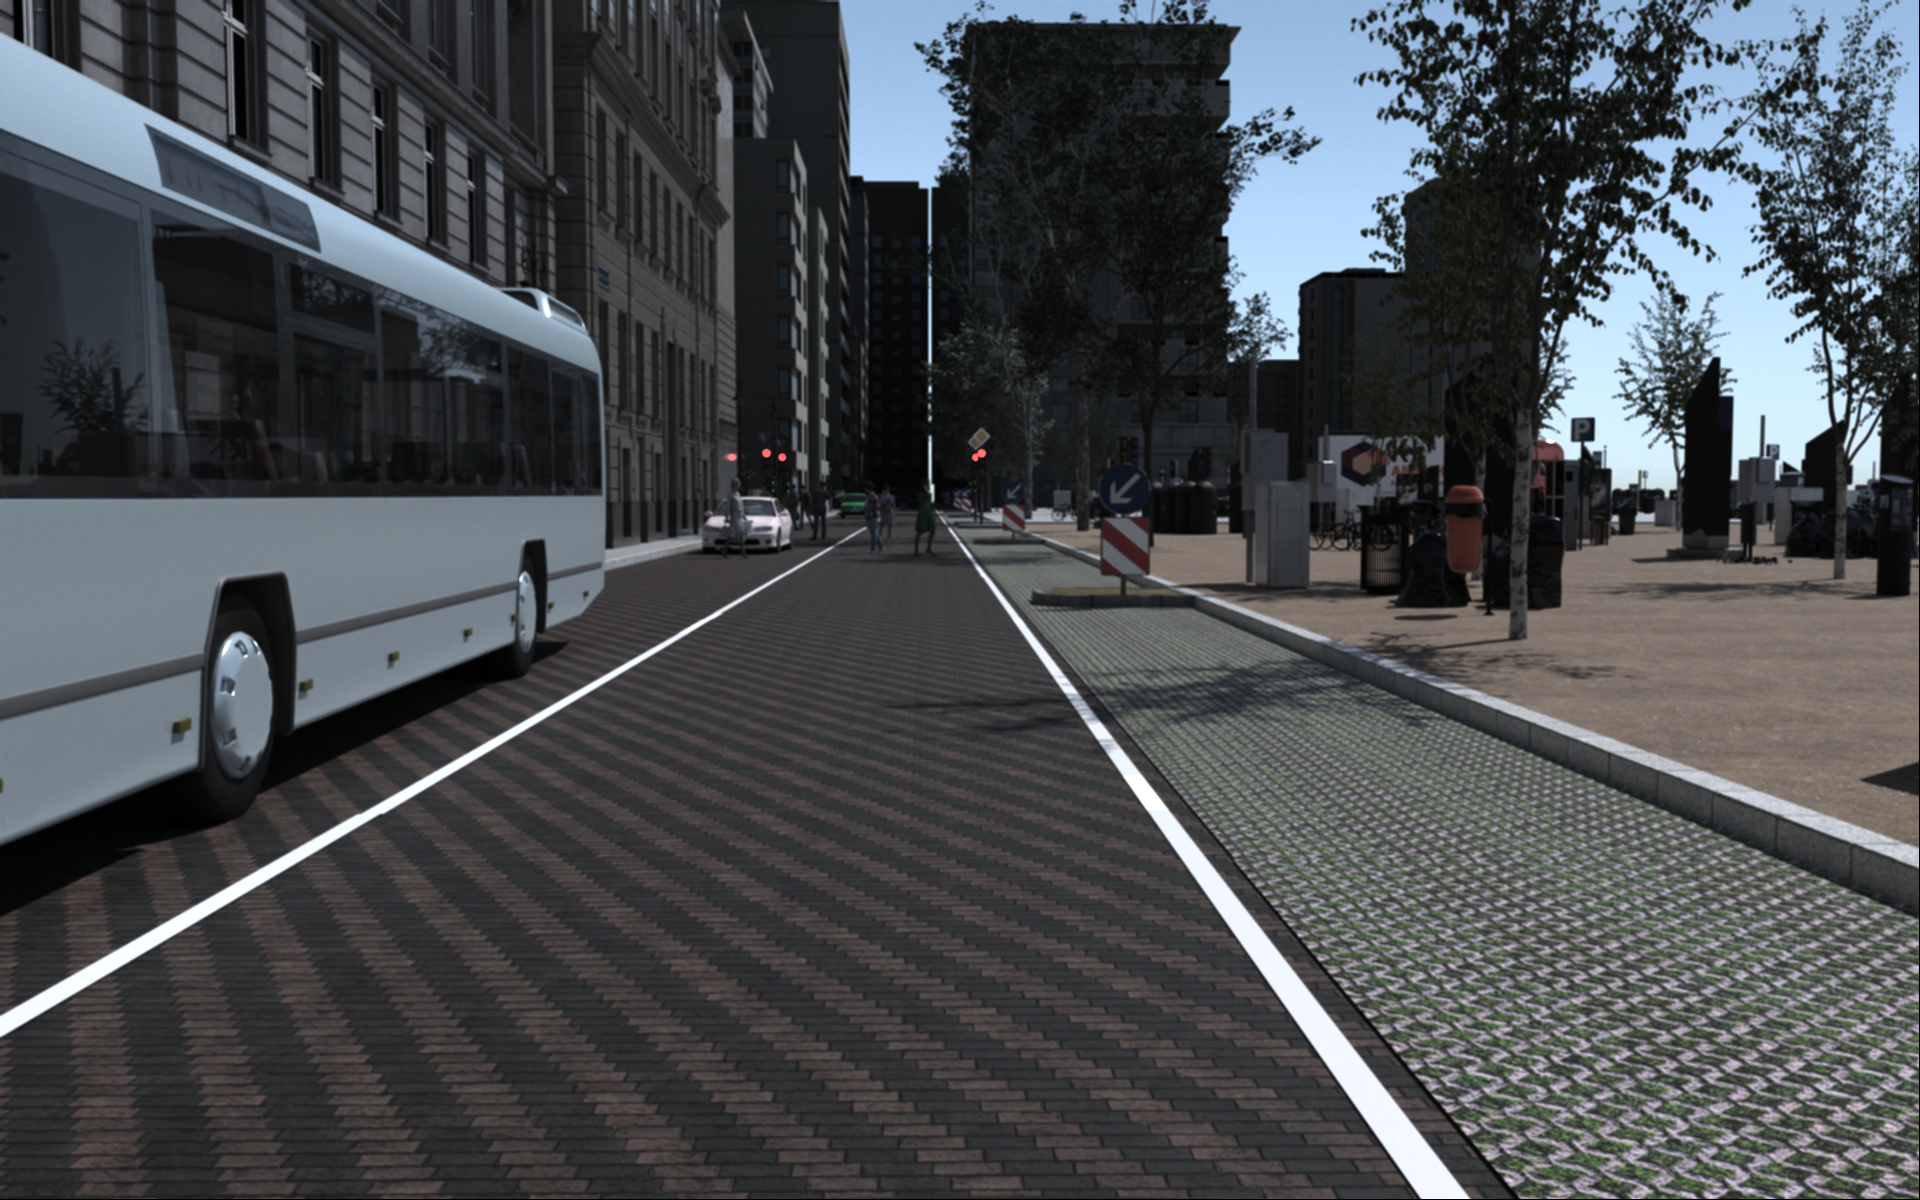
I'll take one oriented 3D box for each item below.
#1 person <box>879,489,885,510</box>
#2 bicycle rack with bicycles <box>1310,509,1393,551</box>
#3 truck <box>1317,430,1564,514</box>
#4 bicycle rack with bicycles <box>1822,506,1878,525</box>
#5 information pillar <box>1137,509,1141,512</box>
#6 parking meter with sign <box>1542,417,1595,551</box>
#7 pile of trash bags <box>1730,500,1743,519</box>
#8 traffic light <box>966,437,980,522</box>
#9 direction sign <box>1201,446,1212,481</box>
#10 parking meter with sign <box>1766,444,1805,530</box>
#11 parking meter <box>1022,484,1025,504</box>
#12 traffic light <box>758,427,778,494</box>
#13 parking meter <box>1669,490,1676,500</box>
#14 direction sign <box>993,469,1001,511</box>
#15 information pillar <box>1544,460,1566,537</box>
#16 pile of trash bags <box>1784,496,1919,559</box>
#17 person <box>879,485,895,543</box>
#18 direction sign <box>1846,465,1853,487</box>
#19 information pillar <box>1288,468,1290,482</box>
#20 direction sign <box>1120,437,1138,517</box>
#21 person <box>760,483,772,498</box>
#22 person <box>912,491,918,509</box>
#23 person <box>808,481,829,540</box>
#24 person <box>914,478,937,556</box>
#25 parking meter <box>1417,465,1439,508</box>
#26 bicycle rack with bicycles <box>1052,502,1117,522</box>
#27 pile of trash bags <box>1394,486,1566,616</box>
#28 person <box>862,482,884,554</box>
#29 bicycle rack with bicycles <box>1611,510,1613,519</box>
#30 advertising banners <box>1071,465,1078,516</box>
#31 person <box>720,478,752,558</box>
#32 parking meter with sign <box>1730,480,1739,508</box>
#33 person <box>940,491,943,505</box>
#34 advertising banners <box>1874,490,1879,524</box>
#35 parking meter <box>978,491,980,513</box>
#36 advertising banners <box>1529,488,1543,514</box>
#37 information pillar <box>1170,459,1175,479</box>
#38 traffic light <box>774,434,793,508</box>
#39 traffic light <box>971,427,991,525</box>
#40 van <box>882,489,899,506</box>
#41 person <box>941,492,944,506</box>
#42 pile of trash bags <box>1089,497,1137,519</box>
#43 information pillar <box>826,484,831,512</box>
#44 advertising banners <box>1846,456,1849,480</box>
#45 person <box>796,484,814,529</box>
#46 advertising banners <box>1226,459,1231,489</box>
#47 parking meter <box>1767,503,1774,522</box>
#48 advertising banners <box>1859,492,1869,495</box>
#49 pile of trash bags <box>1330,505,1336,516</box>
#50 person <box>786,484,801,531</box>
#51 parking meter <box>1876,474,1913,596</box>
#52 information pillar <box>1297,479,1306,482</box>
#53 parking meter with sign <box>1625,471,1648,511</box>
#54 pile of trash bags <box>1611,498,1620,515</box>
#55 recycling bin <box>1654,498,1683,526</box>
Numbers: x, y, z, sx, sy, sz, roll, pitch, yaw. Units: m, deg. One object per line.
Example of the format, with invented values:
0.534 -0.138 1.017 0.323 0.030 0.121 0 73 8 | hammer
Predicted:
-5.202 -6.685 118.292 0.782 1.767 0.515 2 4 28 | person
9.018 -1.618 39.841 2.852 0.926 2.925 -2 4 -28 | bicycle rack with bicycles
21.830 -5.415 77.453 11.283 4.237 2.839 0 4 1 | truck
26.953 -2.386 52.392 2.925 0.926 2.852 -1 4 -13 | bicycle rack with bicycles
12.763 -7.288 123.658 0.304 2.012 0.304 1 4 17 | information pillar
13.569 -2.619 39.082 1.738 3.016 0.543 -3 4 -39 | parking meter with sign
40.475 -4.831 88.734 1.912 1.369 3.447 -2 4 -33 | pile of trash bags
0.713 -5.602 80.506 0.839 4.253 0.868 0 4 -1 | traffic light
11.725 -5.531 82.432 0.379 3.537 0.876 -1 4 -22 | direction sign
28.925 -3.911 60.208 0.543 3.016 1.738 -2 4 -25 | parking meter with sign
3.891 -5.926 102.609 0.399 1.863 0.255 -1 4 -15 | parking meter
-8.030 -5.101 72.322 0.839 4.253 0.868 0 4 -1 | traffic light
44.113 -6.043 107.222 0.372 1.533 0.369 0 3 0 | parking meter
2.810 -8.545 131.711 0.876 3.537 0.379 -3 5 -42 | direction sign
12.722 -1.991 37.047 0.304 2.012 0.304 -1 4 -19 | information pillar
18.702 -1.546 35.032 3.447 1.369 1.912 0 4 1 | pile of trash bags
-2.140 -2.518 50.680 0.512 1.701 0.522 -1 4 -14 | person
74.601 -9.399 145.670 0.876 3.537 0.379 -1 4 -23 | direction sign
26.994 -9.244 142.501 0.183 3.616 0.504 -1 4 -22 | information pillar
6.706 -4.703 68.894 0.876 3.537 0.379 -2 4 -31 | direction sign
-6.512 -2.956 57.169 0.599 1.781 0.374 1 4 22 | person
-4.206 -9.446 163.765 0.721 1.723 1.217 2 4 33 | person
-4.431 -2.808 54.222 0.655 1.846 0.447 -2 4 -32 | person
-0.819 -1.929 40.290 0.529 1.795 0.600 1 4 15 | person
9.413 -1.782 34.845 0.399 1.863 0.255 1 4 22 | parking meter
6.140 -4.182 81.761 2.925 0.926 2.852 2 4 33 | bicycle rack with bicycles
5.889 -0.611 19.742 1.912 1.369 3.447 1 4 21 | pile of trash bags
-2.083 -1.977 41.655 0.643 1.720 0.563 -1 4 -18 | person
30.111 -4.280 83.364 2.852 0.926 2.925 -3 5 -40 | bicycle rack with bicycles
6.762 -6.408 100.966 0.090 3.025 2.074 1 4 12 | advertising banners
-5.054 -1.839 38.915 0.624 1.780 0.694 3 4 38 | person
42.200 -6.021 94.704 1.738 3.016 0.543 2 4 33 | parking meter with sign
-2.154 -12.906 219.647 1.348 1.807 0.705 -3 5 -44 | person
32.538 -3.964 61.003 0.090 3.025 2.074 1 4 13 | advertising banners
1.410 -6.831 120.095 0.372 1.533 0.369 0 3 0 | parking meter
36.909 -7.142 112.962 2.074 3.025 0.090 0 4 -7 | advertising banners
14.227 -7.592 115.481 0.504 3.616 0.183 1 4 13 | information pillar
-8.196 -5.589 80.306 0.839 4.253 0.868 0 4 -1 | traffic light
0.879 -5.113 72.522 0.839 4.253 0.868 0 4 -1 | traffic light
-8.279 -12.255 204.755 2.240 2.365 5.245 0 4 -1 | van
-1.985 -11.372 195.364 0.436 1.711 0.756 0 4 6 | person
7.730 -4.904 89.927 3.447 1.369 1.912 1 4 12 | pile of trash bags
-9.432 -7.311 124.023 0.304 2.012 0.304 -1 4 -17 | information pillar
41.031 -5.224 81.606 0.090 3.025 2.074 -1 4 -16 | advertising banners
-6.354 -3.804 70.656 0.622 1.834 0.822 -3 4 -38 | person
13.576 -5.462 85.498 0.090 3.025 2.074 -1 4 -16 | advertising banners
37.901 -4.604 80.981 0.255 1.863 0.399 3 5 40 | parking meter
49.778 -5.971 93.812 2.074 3.025 0.090 1 4 18 | advertising banners
19.525 -4.892 89.739 1.912 1.369 3.447 -3 4 -37 | pile of trash bags
-6.508 -3.614 67.684 0.679 1.850 0.850 3 5 43 | person
11.835 -0.826 21.923 0.372 1.533 0.369 0 3 0 | parking meter
16.759 -4.925 85.021 0.304 2.012 0.304 -2 4 -34 | information pillar
50.904 -8.224 130.729 0.543 3.016 1.738 -3 5 -41 | parking meter with sign
38.941 -5.887 106.008 3.447 1.369 1.912 -2 4 -33 | pile of trash bags
28.217 -3.459 69.111 0.722 1.027 0.722 -3 5 -44 | recycling bin
